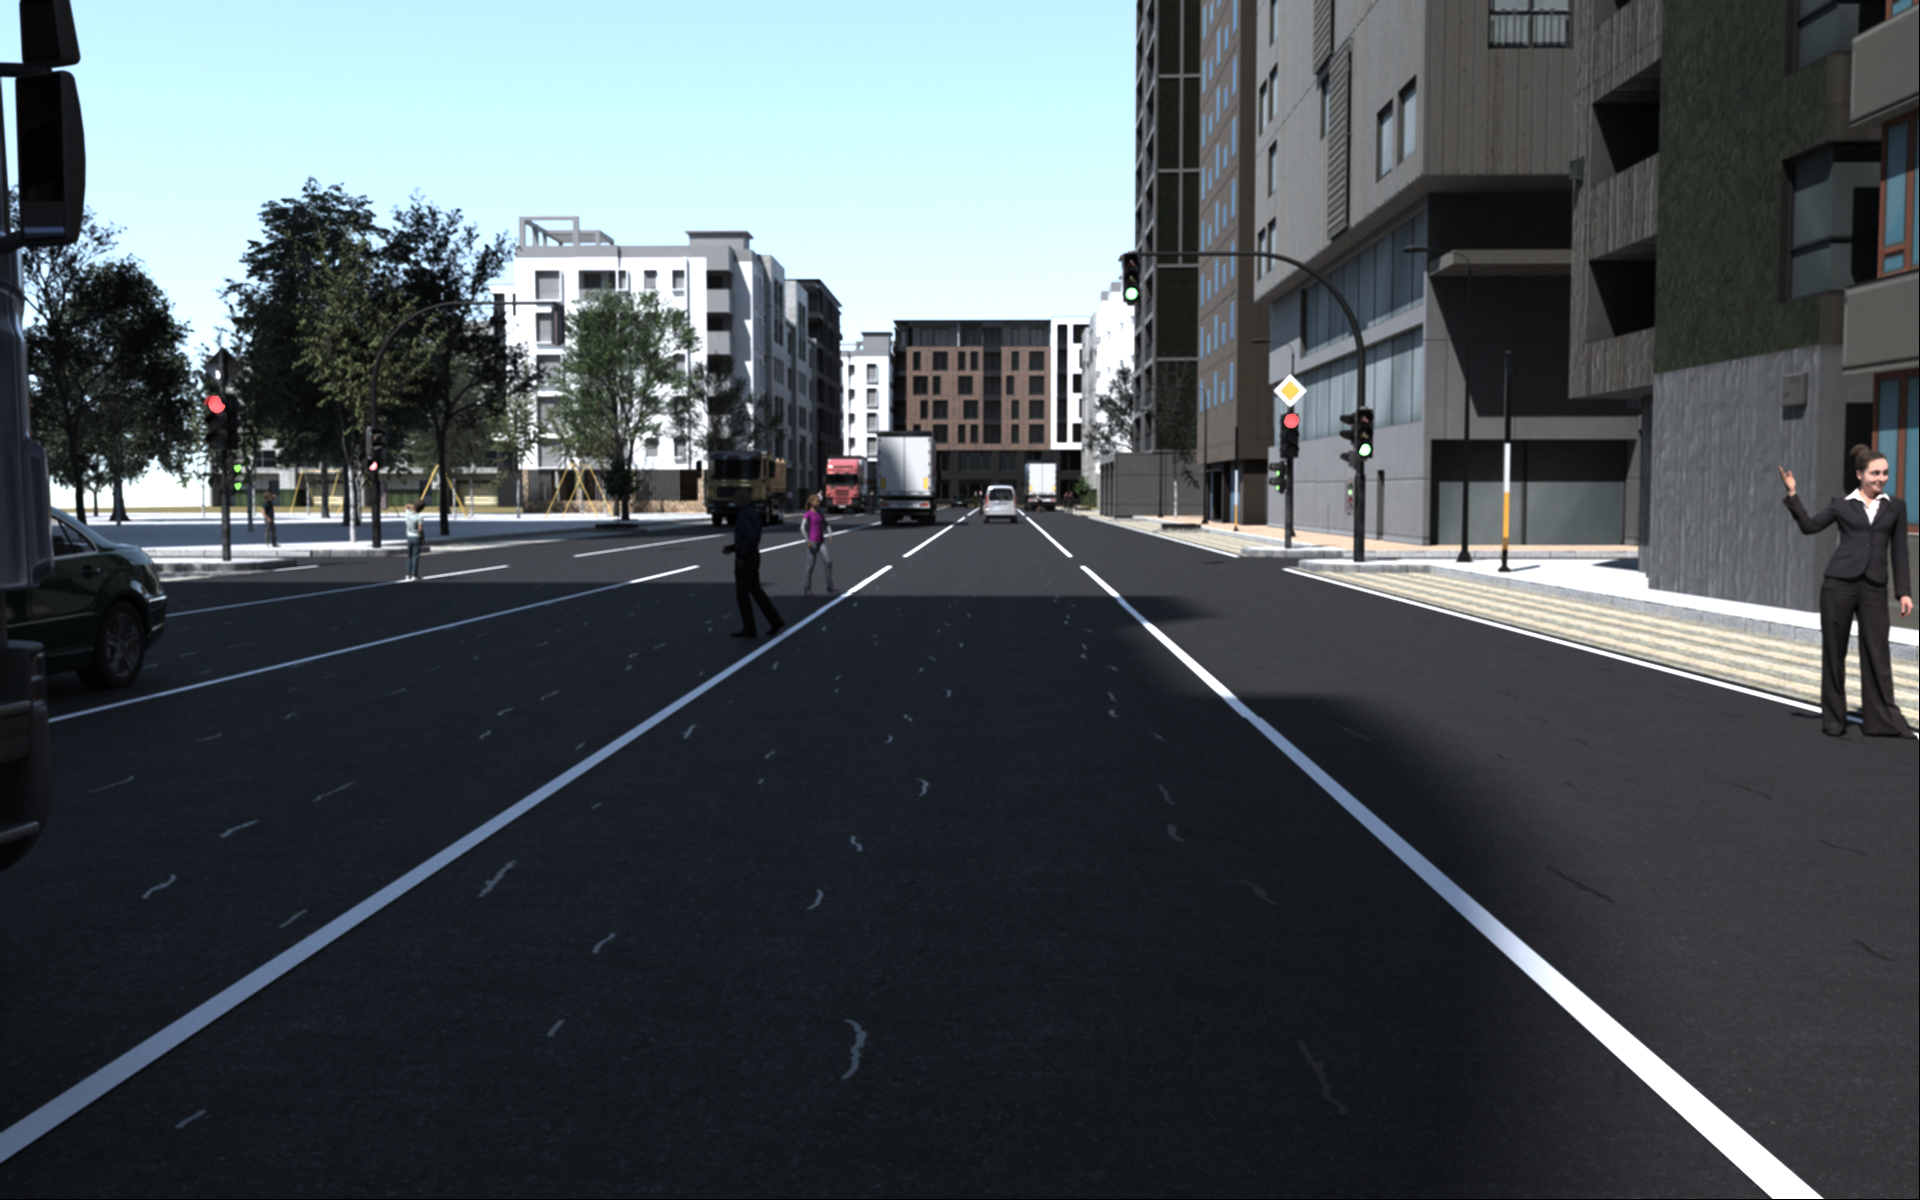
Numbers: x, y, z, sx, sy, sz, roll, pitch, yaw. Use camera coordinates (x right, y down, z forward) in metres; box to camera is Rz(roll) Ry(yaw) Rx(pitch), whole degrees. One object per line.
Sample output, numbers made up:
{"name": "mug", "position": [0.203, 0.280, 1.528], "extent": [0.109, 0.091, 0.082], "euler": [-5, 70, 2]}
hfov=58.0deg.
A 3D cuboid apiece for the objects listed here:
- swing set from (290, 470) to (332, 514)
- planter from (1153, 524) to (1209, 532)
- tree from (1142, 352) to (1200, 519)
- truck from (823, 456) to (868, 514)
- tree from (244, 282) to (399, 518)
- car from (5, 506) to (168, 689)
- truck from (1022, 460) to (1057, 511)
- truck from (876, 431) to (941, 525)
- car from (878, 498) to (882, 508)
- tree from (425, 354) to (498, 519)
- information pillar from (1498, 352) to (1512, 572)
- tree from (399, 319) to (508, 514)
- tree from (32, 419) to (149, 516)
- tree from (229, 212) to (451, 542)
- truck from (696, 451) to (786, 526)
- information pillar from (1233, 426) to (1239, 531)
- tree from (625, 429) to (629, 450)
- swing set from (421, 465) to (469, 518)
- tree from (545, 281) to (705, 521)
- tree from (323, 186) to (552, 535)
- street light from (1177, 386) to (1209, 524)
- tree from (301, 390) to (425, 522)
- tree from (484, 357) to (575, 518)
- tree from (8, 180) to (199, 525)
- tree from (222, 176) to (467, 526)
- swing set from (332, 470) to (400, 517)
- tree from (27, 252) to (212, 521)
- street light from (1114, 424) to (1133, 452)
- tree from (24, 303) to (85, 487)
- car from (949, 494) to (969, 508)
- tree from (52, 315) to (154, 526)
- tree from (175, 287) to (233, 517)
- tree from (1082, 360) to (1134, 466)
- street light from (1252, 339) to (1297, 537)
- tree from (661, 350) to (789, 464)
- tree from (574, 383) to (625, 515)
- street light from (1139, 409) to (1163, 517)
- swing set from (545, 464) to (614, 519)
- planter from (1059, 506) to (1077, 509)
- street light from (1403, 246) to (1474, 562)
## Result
{"name": "swing set", "position": [-42.262, -7.144, 114.417], "extent": [3.119, 2.851, 2.862], "euler": [1, 4, 16]}
{"name": "planter", "position": [8.299, -2.703, 65.339], "extent": [1.991, 0.319, 1.994], "euler": [0, 4, 1]}
{"name": "tree", "position": [11.456, -8.542, 90.021], "extent": [4.360, 8.622, 3.978], "euler": [0, 3, 0]}
{"name": "truck", "position": [-8.398, -8.550, 128.707], "extent": [2.839, 4.237, 11.283], "euler": [0, 4, 0]}
{"name": "tree", "position": [-34.188, -10.618, 91.732], "extent": [7.486, 12.596, 7.792], "euler": [0, 3, 0]}
{"name": "car", "position": [-7.149, 0.019, 11.493], "extent": [2.131, 1.459, 4.920], "euler": [0, 4, 3]}
{"name": "truck", "position": [6.863, -9.806, 149.248], "extent": [2.839, 4.237, 11.283], "euler": [0, 4, 0]}
{"name": "truck", "position": [-2.417, -5.725, 82.519], "extent": [2.839, 4.237, 11.283], "euler": [0, 4, 1]}
{"name": "car", "position": [-7.343, -10.280, 176.868], "extent": [1.959, 1.807, 4.718], "euler": [0, 4, 2]}
{"name": "tree", "position": [-25.837, -8.384, 87.433], "extent": [4.360, 8.622, 3.978], "euler": [0, 3, 0]}
{"name": "information pillar", "position": [8.974, -2.268, 28.432], "extent": [0.183, 3.616, 0.504], "euler": [1, 4, 15]}
{"name": "tree", "position": [-32.361, -11.677, 109.045], "extent": [7.486, 12.596, 7.792], "euler": [0, 3, 0]}
{"name": "tree", "position": [-53.179, -8.000, 93.706], "extent": [11.467, 7.101, 20.602], "euler": [0, 3, 0]}
{"name": "tree", "position": [-15.908, -5.823, 45.575], "extent": [4.737, 8.622, 4.395], "euler": [0, 3, 0]}
{"name": "truck", "position": [-9.805, -5.122, 79.664], "extent": [3.469, 3.379, 9.791], "euler": [0, 4, 1]}
{"name": "information pillar", "position": [9.599, -4.207, 60.142], "extent": [0.183, 3.616, 0.504], "euler": [1, 4, 10]}
{"name": "tree", "position": [-23.355, -9.977, 113.494], "extent": [4.737, 8.622, 4.395], "euler": [0, 3, 0]}
{"name": "swing set", "position": [-27.651, -5.775, 92.043], "extent": [2.862, 2.851, 3.119], "euler": [-1, 4, -18]}
{"name": "tree", "position": [-16.138, -9.654, 83.603], "extent": [9.928, 11.665, 9.643], "euler": [0, 3, 0]}
{"name": "tree", "position": [-16.340, -7.290, 53.604], "extent": [8.767, 10.594, 7.601], "euler": [3, 4, 36]}
{"name": "street light", "position": [9.986, -6.223, 74.289], "extent": [1.470, 5.913, 1.316], "euler": [0, 4, 1]}
{"name": "tree", "position": [-27.854, -7.902, 79.566], "extent": [4.360, 8.622, 3.978], "euler": [0, 3, 0]}
{"name": "tree", "position": [-23.542, -8.677, 92.226], "extent": [4.737, 8.622, 4.395], "euler": [0, 3, 0]}
{"name": "tree", "position": [-25.806, -7.074, 50.067], "extent": [7.601, 10.594, 8.767], "euler": [0, 4, 2]}
{"name": "tree", "position": [-24.642, -9.966, 69.592], "extent": [9.857, 13.997, 8.962], "euler": [0, 3, 0]}
{"name": "swing set", "position": [-33.884, -6.198, 98.949], "extent": [2.862, 2.851, 3.119], "euler": [-2, 4, -32]}
{"name": "tree", "position": [-40.221, -10.111, 82.329], "extent": [9.611, 12.733, 9.660], "euler": [0, 3, 0]}
{"name": "street light", "position": [10.963, -8.754, 115.665], "extent": [1.470, 5.913, 1.316], "euler": [0, 4, 1]}
{"name": "tree", "position": [-33.313, -6.801, 61.566], "extent": [4.737, 8.622, 4.395], "euler": [0, 3, 0]}
{"name": "car", "position": [-0.072, -10.235, 177.134], "extent": [2.009, 1.686, 4.222], "euler": [0, 4, 0]}
{"name": "tree", "position": [-34.379, -7.316, 69.983], "extent": [4.360, 8.622, 3.978], "euler": [0, 3, 0]}
{"name": "tree", "position": [-24.596, -6.685, 59.664], "extent": [4.737, 8.622, 4.395], "euler": [0, 3, 0]}
{"name": "tree", "position": [11.982, -11.387, 120.597], "extent": [7.601, 10.594, 8.767], "euler": [0, 4, 2]}
{"name": "street light", "position": [9.431, -4.861, 52.024], "extent": [1.470, 5.913, 1.316], "euler": [0, 4, 1]}
{"name": "tree", "position": [-15.183, -10.833, 111.539], "extent": [8.767, 10.594, 7.601], "euler": [0, 4, -6]}
{"name": "tree", "position": [-23.934, -9.654, 108.210], "extent": [4.737, 8.622, 4.395], "euler": [0, 3, 0]}
{"name": "street light", "position": [10.479, -7.488, 94.977], "extent": [1.470, 5.913, 1.316], "euler": [0, 4, 1]}
{"name": "swing set", "position": [-19.846, -5.683, 90.540], "extent": [2.862, 2.851, 3.119], "euler": [0, 4, 5]}
{"name": "planter", "position": [10.725, -9.069, 169.410], "extent": [1.991, 0.319, 1.994], "euler": [0, 4, 1]}
{"name": "street light", "position": [8.987, -3.670, 32.544], "extent": [1.470, 5.913, 1.316], "euler": [0, 4, 1]}
